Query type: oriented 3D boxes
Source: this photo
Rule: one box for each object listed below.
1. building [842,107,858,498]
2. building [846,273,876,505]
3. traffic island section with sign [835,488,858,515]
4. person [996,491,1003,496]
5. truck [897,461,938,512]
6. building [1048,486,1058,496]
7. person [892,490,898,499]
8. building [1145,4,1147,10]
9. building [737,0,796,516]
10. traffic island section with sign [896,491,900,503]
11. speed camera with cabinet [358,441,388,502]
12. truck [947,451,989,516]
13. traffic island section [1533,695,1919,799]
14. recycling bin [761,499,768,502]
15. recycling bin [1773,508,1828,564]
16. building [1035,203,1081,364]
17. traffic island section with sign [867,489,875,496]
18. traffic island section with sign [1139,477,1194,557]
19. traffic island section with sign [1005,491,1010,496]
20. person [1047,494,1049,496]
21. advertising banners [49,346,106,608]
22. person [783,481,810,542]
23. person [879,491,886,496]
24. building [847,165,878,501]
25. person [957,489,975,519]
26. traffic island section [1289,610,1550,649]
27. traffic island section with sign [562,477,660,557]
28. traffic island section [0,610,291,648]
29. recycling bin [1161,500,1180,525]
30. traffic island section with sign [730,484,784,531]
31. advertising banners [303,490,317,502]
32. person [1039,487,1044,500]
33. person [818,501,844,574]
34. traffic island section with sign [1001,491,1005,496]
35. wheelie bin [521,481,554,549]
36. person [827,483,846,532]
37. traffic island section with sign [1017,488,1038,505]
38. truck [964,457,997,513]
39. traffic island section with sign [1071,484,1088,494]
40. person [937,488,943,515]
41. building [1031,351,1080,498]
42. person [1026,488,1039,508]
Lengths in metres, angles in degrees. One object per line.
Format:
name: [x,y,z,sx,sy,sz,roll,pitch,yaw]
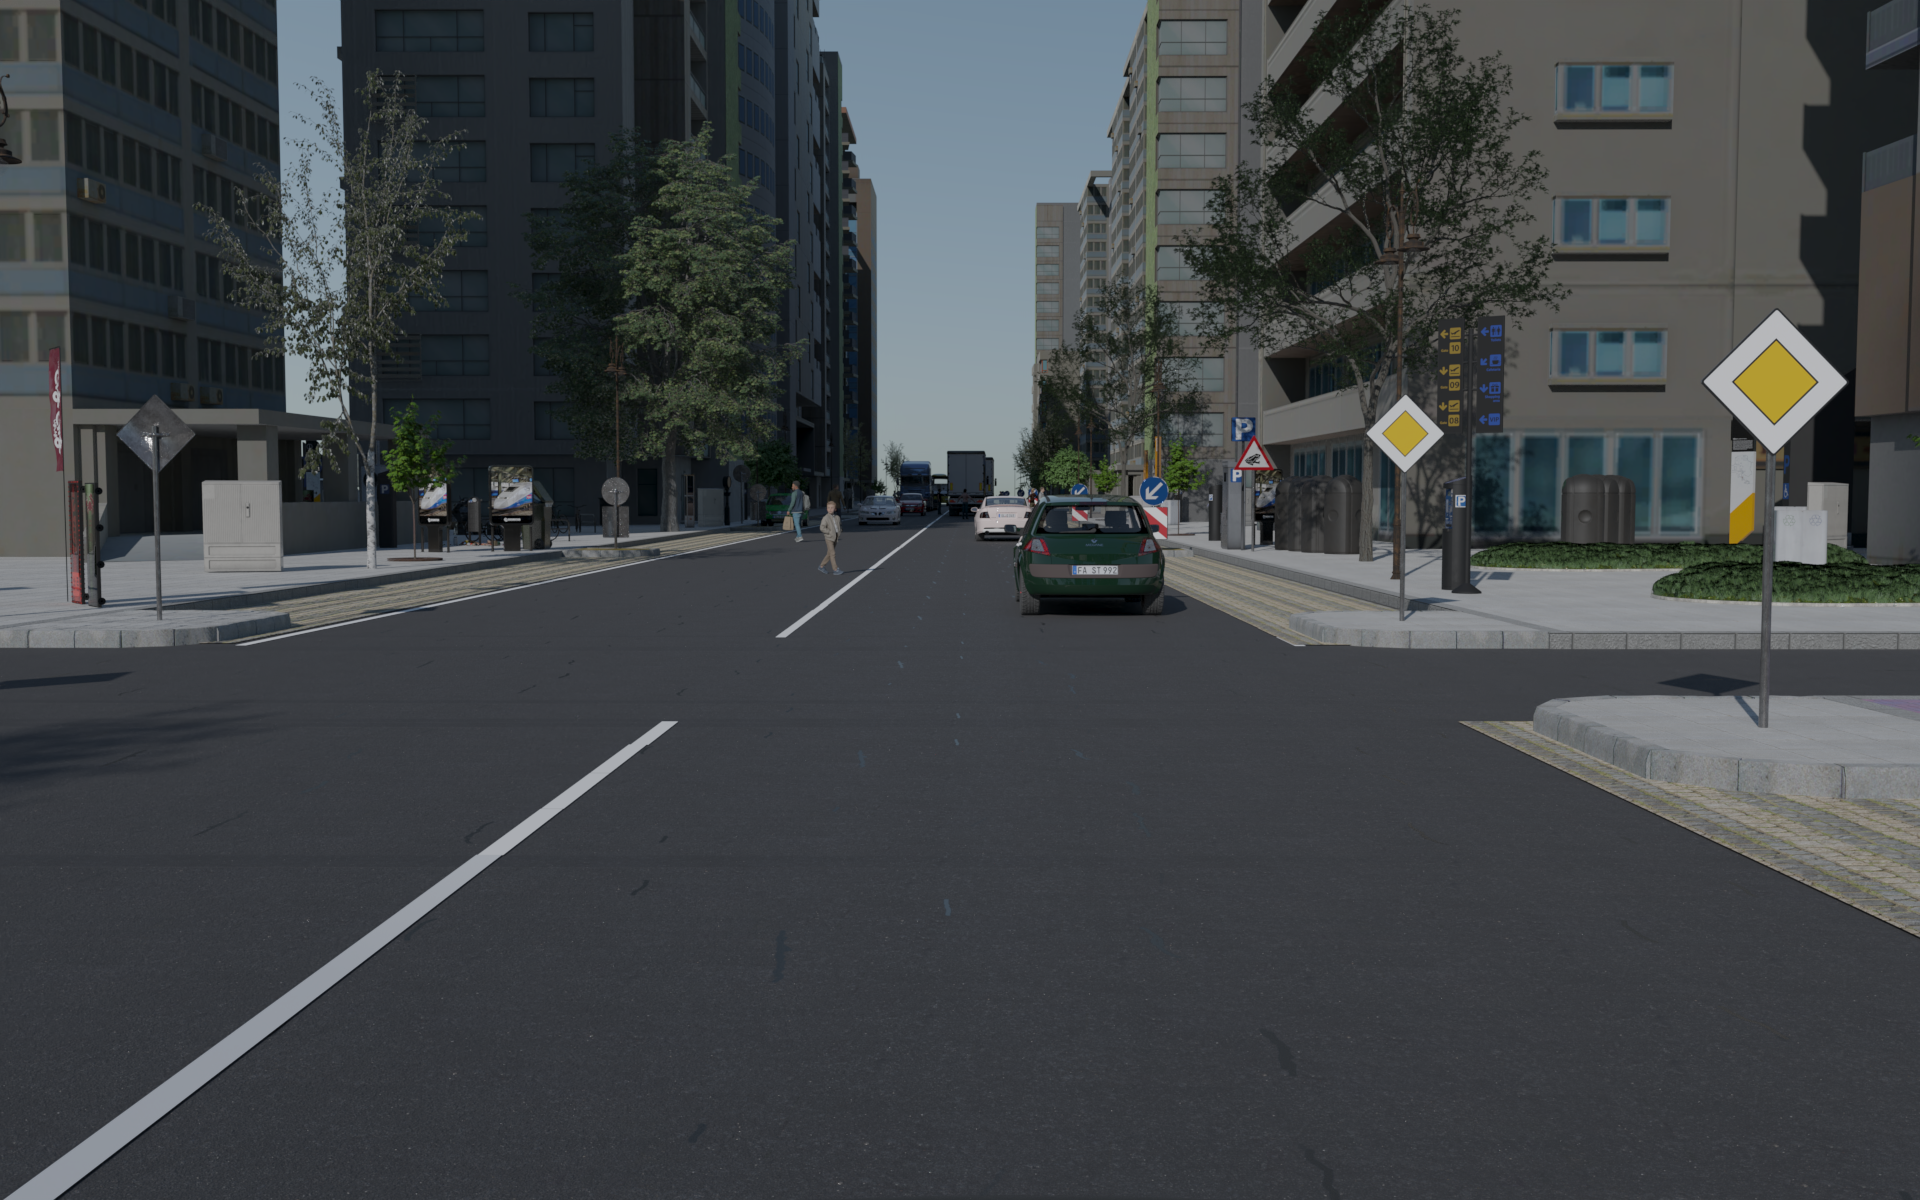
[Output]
building: [-22.904,-32.904,192.597,22.147,44.769,28.867,0,4,0]
building: [-27.066,-32.294,219.890,32.217,40.220,23.993,0,4,0]
traffic island section with sign: [-7.530,-6.640,117.199,1.989,1.847,2.006,0,4,0]
person: [4.339,-11.013,189.095,0.617,1.759,0.750,3,5,43]
truck: [-3.368,-9.623,147.092,2.967,4.110,18.799,0,4,2]
building: [26.303,-30.863,196.485,32.217,40.220,23.993,0,4,0]
person: [-7.033,-10.913,186.923,0.705,1.824,1.348,-2,4,-27]
building: [25.475,-26.773,129.617,32.217,40.220,23.993,0,4,0]
building: [-22.046,-34.485,105.836,21.231,58.520,28.212,0,4,0]
traffic island section with sign: [-7.007,-11.717,200.204,1.989,1.847,2.006,0,4,0]
speed camera with cabinet: [-19.121,-3.699,54.821,2.038,3.252,0.660,1,4,12]
truck: [0.510,-7.852,117.296,2.839,4.237,11.283,0,4,1]
traffic island section: [4.436,0.780,9.532,2.009,0.180,2.903,0,4,0]
recycling bin: [-9.424,-4.475,85.717,0.722,1.027,0.722,1,4,10]
recycling bin: [13.128,-0.890,27.104,0.722,1.027,0.722,1,4,20]
building: [17.524,-34.319,244.710,14.154,41.232,14.086,0,4,0]
traffic island section with sign: [-7.356,-8.317,144.615,1.989,1.847,2.006,0,4,0]
traffic island section with sign: [4.305,-1.927,40.135,1.989,1.847,2.006,0,4,0]
traffic island section with sign: [4.953,-8.312,144.528,1.989,1.847,2.006,0,4,0]
person: [9.005,-9.986,174.986,0.599,1.433,0.991,-3,5,-42]
advertising banners: [-10.300,-1.466,20.158,0.090,3.025,2.074,-3,5,-40]
person: [-4.897,-2.646,51.755,0.794,1.824,0.713,-3,4,-37]
person: [-7.446,-9.619,166.580,0.742,1.727,0.445,1,4,16]
building: [-18.734,-36.039,239.352,14.600,45.320,14.200,0,4,0]
person: [0.342,-5.482,98.848,1.217,1.736,0.721,2,4,33]
traffic island section: [4.486,0.291,17.517,2.009,0.180,2.903,0,4,0]
traffic island section with sign: [-8.017,-1.924,40.088,1.989,1.847,2.006,0,4,0]
traffic island section: [-8.155,0.286,17.601,2.009,0.180,2.903,0,4,0]
recycling bin: [8.590,-3.604,71.484,0.722,1.027,0.722,3,5,43]
traffic island section with sign: [-7.851,-3.598,67.461,1.989,1.847,2.006,0,4,0]
advertising banners: [-20.940,-3.514,53.648,2.074,3.025,0.090,0,4,5]
person: [4.387,-5.031,90.963,0.583,1.804,0.606,1,4,9]
person: [-2.298,-1.120,31.078,0.640,1.303,0.475,2,4,34]
traffic island section with sign: [5.488,-13.358,227.031,1.989,1.847,2.006,0,4,0]
wheelie bin: [-9.893,-1.982,40.309,0.693,1.594,0.980,0,4,4]
person: [-4.683,-3.511,65.816,0.656,1.842,0.836,-2,4,-32]
traffic island section with sign: [4.786,-6.630,117.025,1.989,1.847,2.006,0,4,0]
truck: [1.440,-9.031,136.565,2.839,4.237,11.283,0,4,2]
traffic island section with sign: [4.479,-3.576,67.090,1.989,1.847,2.006,0,4,0]
person: [-1.391,-6.882,121.029,0.705,1.822,1.348,1,4,11]
building: [23.572,-23.167,223.821,27.650,21.520,28.899,0,4,0]
person: [3.933,-5.272,95.218,1.217,1.766,0.721,-3,5,-40]
